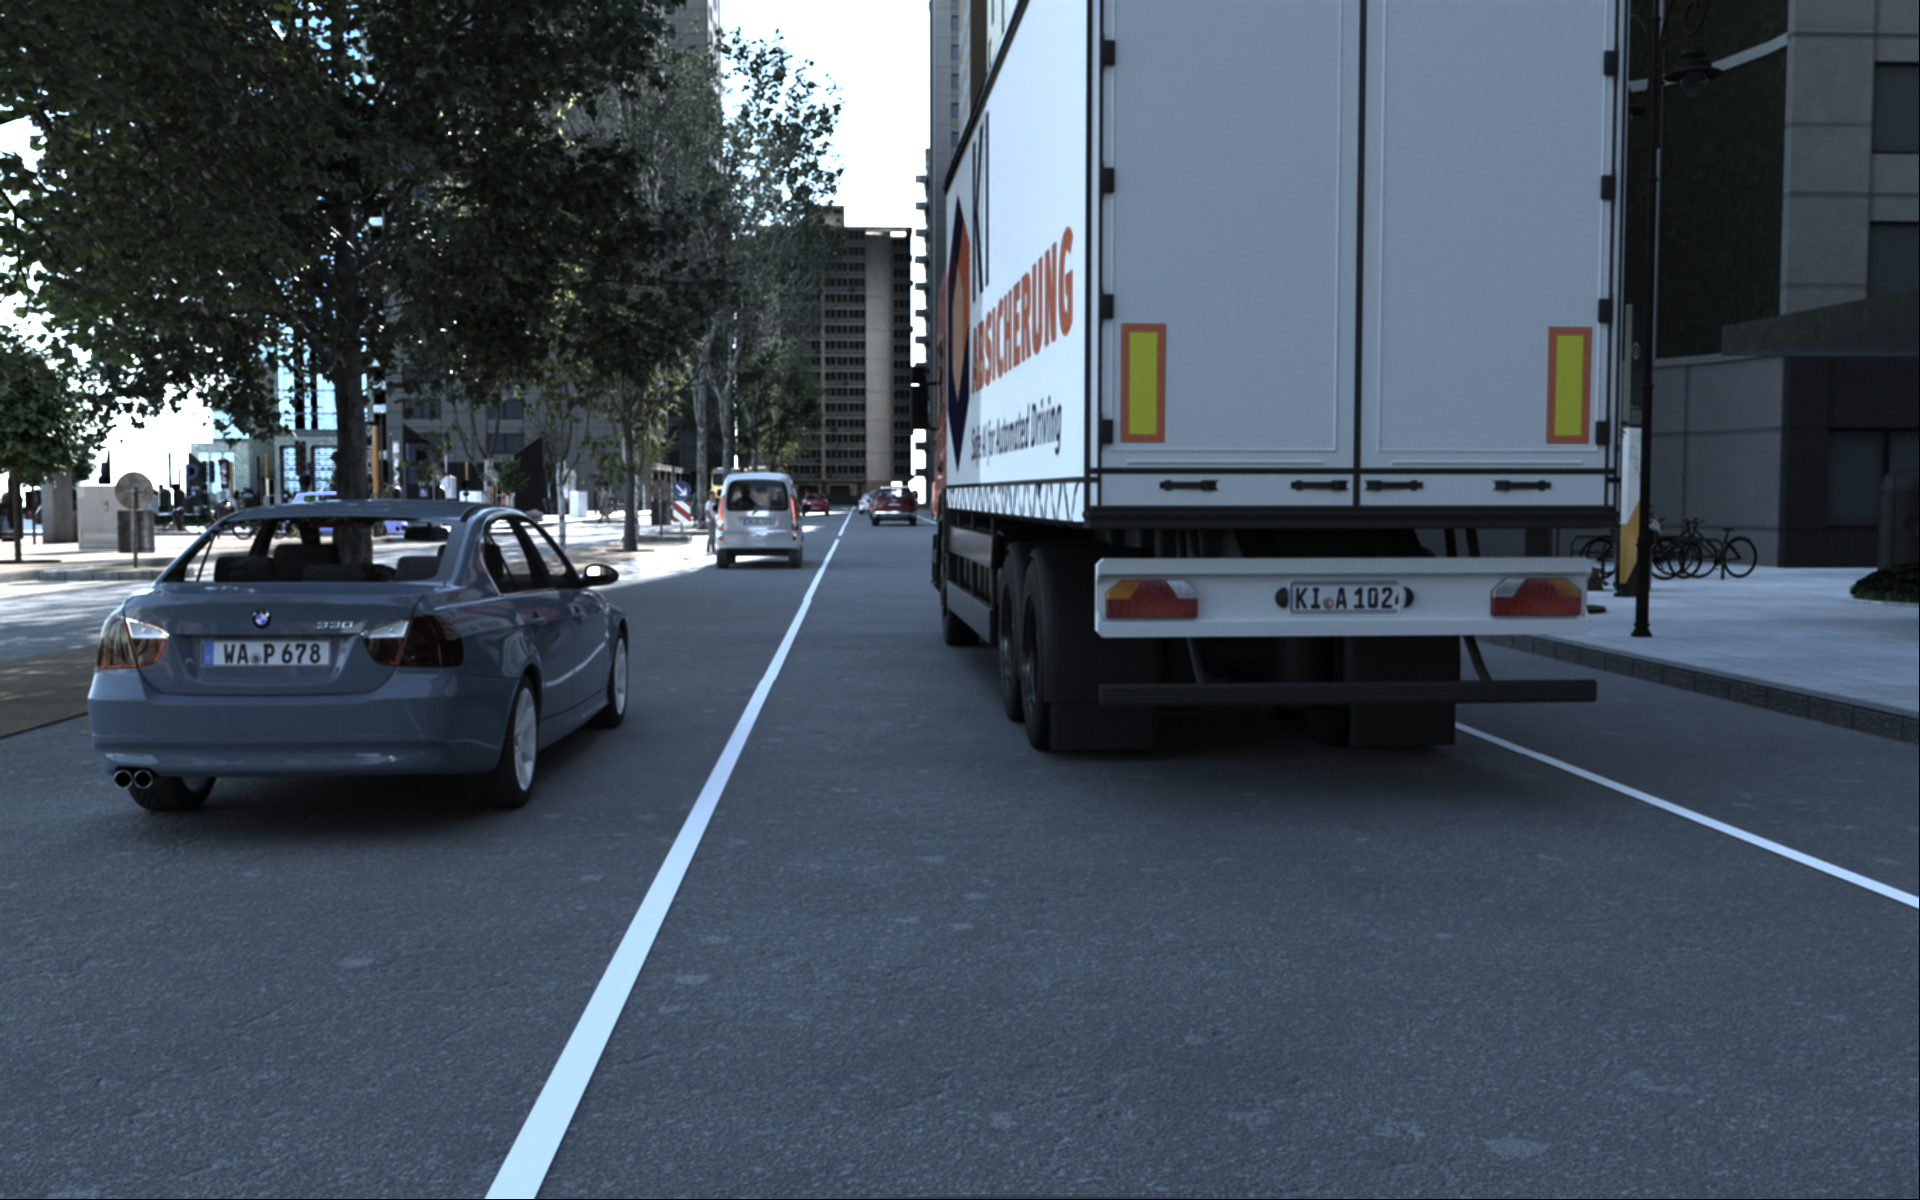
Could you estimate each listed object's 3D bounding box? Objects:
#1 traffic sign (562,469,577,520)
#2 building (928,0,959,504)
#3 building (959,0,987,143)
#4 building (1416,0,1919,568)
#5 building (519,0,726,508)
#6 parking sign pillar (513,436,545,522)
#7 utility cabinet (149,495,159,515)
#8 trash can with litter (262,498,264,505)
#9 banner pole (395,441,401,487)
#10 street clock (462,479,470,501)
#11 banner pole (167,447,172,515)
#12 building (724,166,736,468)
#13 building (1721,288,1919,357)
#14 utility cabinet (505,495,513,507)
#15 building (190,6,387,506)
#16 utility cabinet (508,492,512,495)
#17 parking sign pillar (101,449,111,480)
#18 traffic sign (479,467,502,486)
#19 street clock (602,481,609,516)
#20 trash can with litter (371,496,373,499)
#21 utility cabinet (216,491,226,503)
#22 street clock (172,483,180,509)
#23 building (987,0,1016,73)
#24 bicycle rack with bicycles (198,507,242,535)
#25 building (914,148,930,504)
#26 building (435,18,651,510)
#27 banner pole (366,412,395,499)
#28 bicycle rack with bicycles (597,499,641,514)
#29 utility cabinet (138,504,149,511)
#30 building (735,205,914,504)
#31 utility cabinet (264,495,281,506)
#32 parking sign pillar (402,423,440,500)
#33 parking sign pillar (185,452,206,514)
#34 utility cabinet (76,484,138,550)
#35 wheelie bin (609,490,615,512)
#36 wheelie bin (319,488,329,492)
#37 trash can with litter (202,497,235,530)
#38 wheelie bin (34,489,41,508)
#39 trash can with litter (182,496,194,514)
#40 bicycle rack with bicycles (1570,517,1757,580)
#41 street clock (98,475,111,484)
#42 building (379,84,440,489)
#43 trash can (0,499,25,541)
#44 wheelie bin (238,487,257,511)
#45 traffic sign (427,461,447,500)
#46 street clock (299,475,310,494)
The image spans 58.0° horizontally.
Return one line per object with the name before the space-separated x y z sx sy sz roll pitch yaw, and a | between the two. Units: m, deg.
traffic sign | -19.543 -5.290 86.605 0.768 2.556 0.104 0 4 3
building | 7.015 -40.061 196.994 21.231 58.520 28.212 0 4 -3
building | 7.201 -29.298 129.128 14.600 45.320 14.200 0 4 -3
building | 15.430 -36.698 38.260 20.563 71.187 20.611 0 4 -3
building | -37.959 -46.464 197.939 20.611 71.187 20.563 0 4 -3
parking sign pillar | -19.883 -5.578 79.665 1.447 3.967 1.447 -2 4 -27
utility cabinet | -46.411 -5.406 99.542 0.306 1.237 1.020 0 4 -1
trash can with litter | -51.877 -7.195 129.018 1.055 1.170 0.624 1 4 10
banner pole | -23.429 -4.996 71.703 0.863 3.779 0.401 3 4 36
street clock | -24.269 -4.927 85.130 0.358 2.002 0.471 -3 5 -44
banner pole | -41.669 -6.199 91.377 0.401 3.779 0.863 -1 4 -10
building | -36.918 -35.203 225.685 14.200 45.320 14.600 0 4 -3
building | 19.350 -21.299 2.863 22.147 44.769 28.867 0 4 -3
utility cabinet | -24.117 -5.046 93.660 0.306 1.237 1.020 2 4 32
building | -81.282 -55.862 226.008 31.000 86.520 22.319 0 4 -3
utility cabinet | -32.727 -7.197 126.349 0.318 1.500 1.173 -1 4 -18
parking sign pillar | -51.298 -7.071 104.083 1.447 3.967 1.447 -1 4 -21
traffic sign | -16.318 -3.460 60.218 0.795 2.450 0.064 0 4 -3
street clock | -20.359 -5.786 99.166 0.358 2.002 0.471 2 4 32
trash can with litter | -40.608 -6.555 118.557 0.624 1.170 1.055 2 4 28
utility cabinet | -50.311 -6.682 117.930 0.318 1.500 1.173 0 4 -6
street clock | -53.432 -6.939 118.016 0.471 2.002 0.358 -3 5 -45
building | 15.873 -31.273 100.558 28.713 52.752 27.495 0 4 -3
bicycle rack with bicycles | -20.069 -2.245 50.085 2.925 0.926 2.852 0 4 8
building | 9.050 -37.517 233.009 30.456 49.044 23.786 0 4 -3
building | -36.509 -44.378 163.834 20.563 71.187 20.611 0 4 -3
banner pole | -17.753 -3.824 52.534 0.863 3.779 0.401 -3 5 -42
bicycle rack with bicycles | -22.906 -6.169 114.242 2.852 0.926 2.925 2 4 33
utility cabinet | -40.036 -4.634 84.438 1.173 1.500 0.318 2 4 32
building | -18.345 -33.247 235.464 23.993 40.220 32.217 0 4 -3
utility cabinet | -37.402 -5.096 94.485 0.306 1.237 1.020 3 5 40
parking sign pillar | -20.590 -4.753 66.188 1.447 3.967 1.447 -3 4 -37
parking sign pillar | -49.044 -7.501 111.120 1.447 3.967 1.447 1 4 21
utility cabinet | -19.254 -1.857 39.036 1.173 1.500 0.318 0 4 3
wheelie bin | -25.058 -7.077 123.612 0.980 1.594 0.693 0 4 7
wheelie bin | -32.733 -4.961 89.023 0.693 1.594 0.980 -3 4 -37
trash can with litter | -25.474 -2.941 59.478 1.055 1.170 0.624 0 4 1
wheelie bin | -61.208 -6.553 115.056 0.693 1.594 0.980 2 4 27
trash can with litter | -37.180 -4.481 84.315 2.233 1.210 1.678 -1 4 -17
bicycle rack with bicycles | 10.797 -0.820 26.792 2.925 0.926 2.852 0 4 6
street clock | -33.293 -3.844 67.426 0.358 2.002 0.471 1 4 9
building | -34.922 -43.123 143.319 20.563 71.187 20.611 0 4 -3
trash can | -25.782 -2.164 47.027 0.748 1.137 0.748 0 3 0
wheelie bin | -32.712 -4.381 79.531 0.980 1.594 0.693 3 5 39
traffic sign | -15.858 -2.973 52.247 0.795 2.450 0.064 0 4 -3
street clock | -24.310 -3.653 64.290 0.358 2.002 0.471 0 4 6
